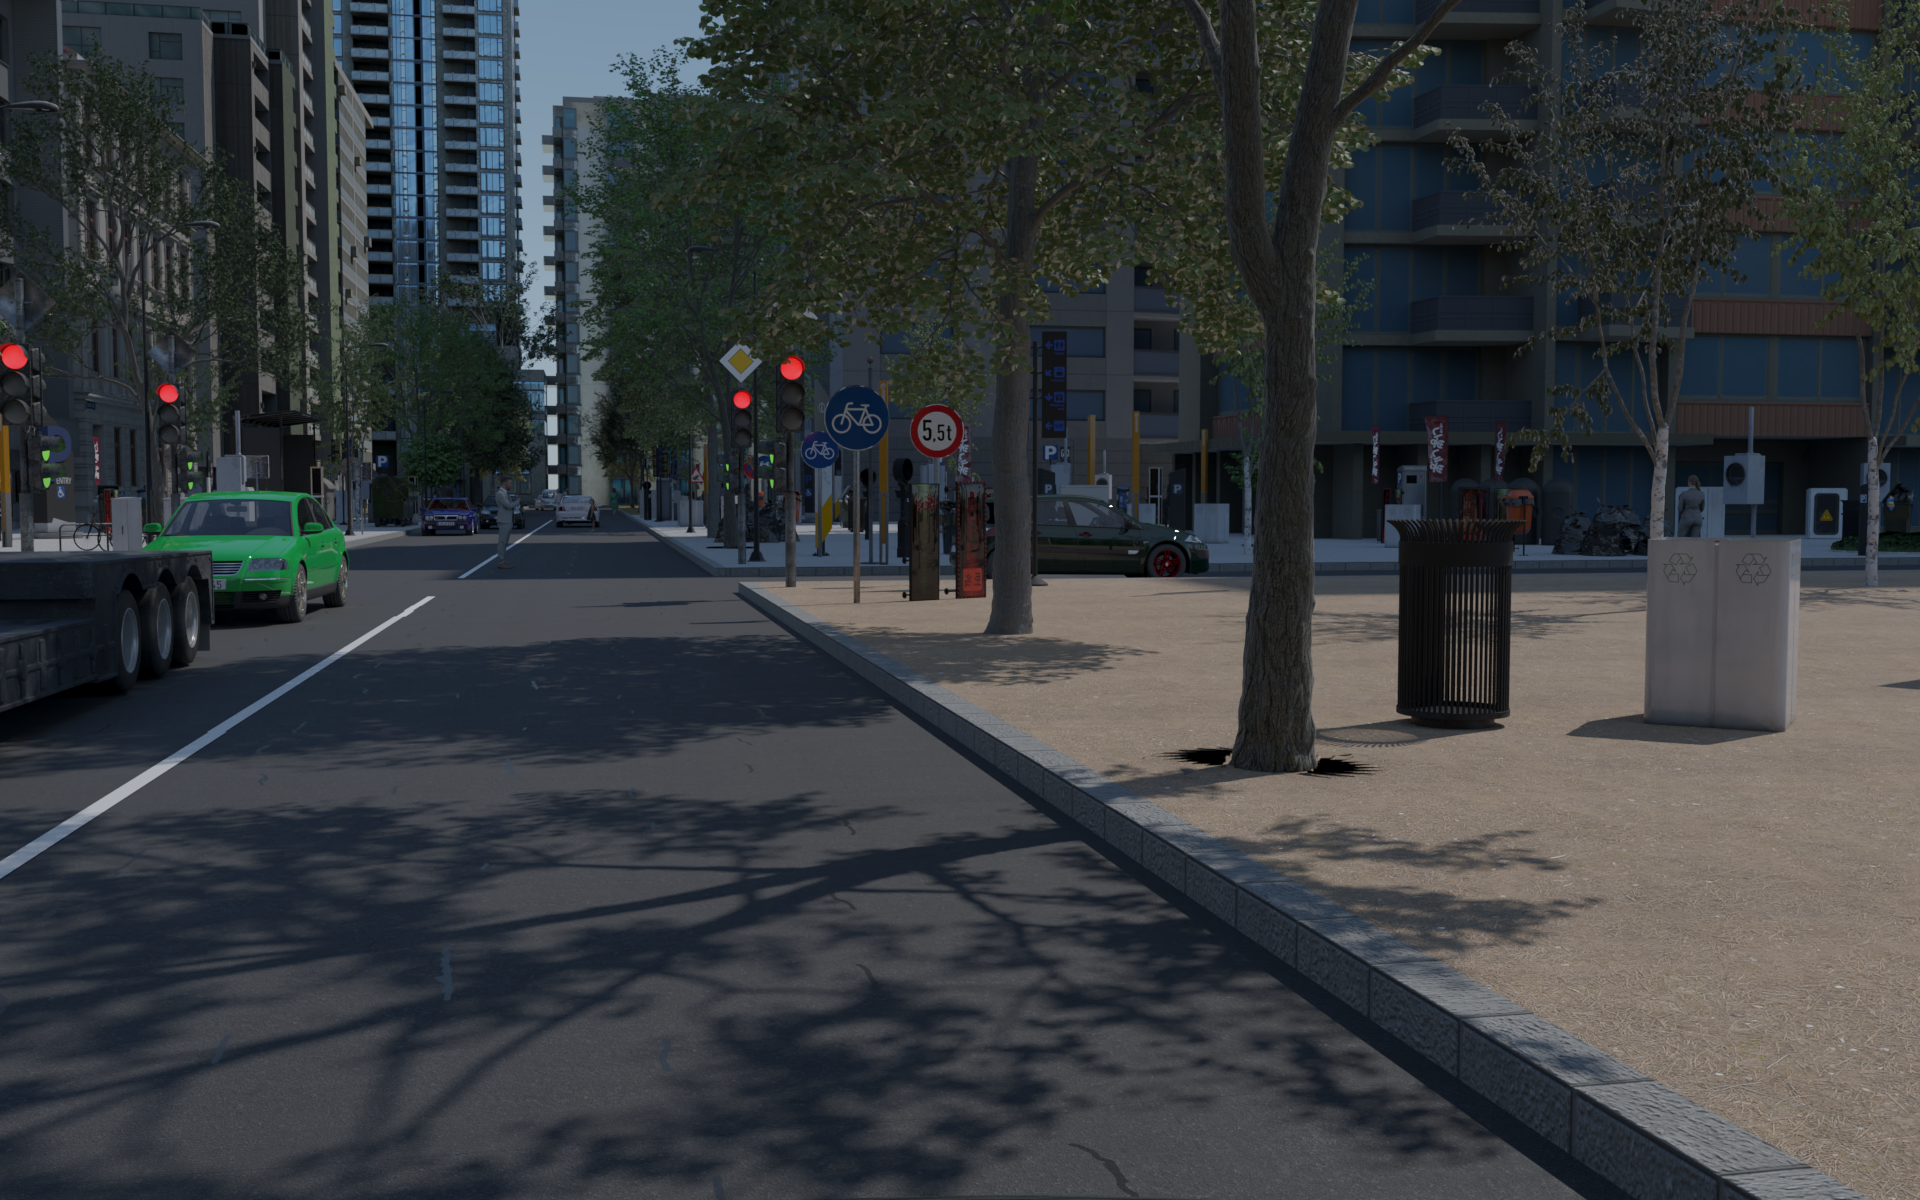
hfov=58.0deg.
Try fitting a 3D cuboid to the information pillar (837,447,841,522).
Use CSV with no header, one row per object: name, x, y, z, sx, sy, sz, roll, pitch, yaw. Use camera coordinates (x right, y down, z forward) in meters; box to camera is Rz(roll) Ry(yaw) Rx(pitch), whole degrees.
information pillar,-5.555,-5.349,78.810,0.183,3.616,0.504,2,4,25

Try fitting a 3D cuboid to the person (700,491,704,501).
person,-27.796,-10.923,187.228,0.705,1.807,1.348,-3,4,-38

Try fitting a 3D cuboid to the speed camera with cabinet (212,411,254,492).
speed camera with cabinet,-17.478,-2.901,41.760,0.660,3.252,2.038,-1,4,-14

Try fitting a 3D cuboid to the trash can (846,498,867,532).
trash can,-3.625,-3.040,61.360,0.748,1.137,0.748,0,3,0

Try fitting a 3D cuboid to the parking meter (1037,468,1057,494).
parking meter,1.957,-2.047,39.179,0.399,1.863,0.255,-1,4,-22

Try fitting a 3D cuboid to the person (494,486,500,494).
person,-22.167,-4.549,83.053,0.511,1.800,0.466,0,4,-6

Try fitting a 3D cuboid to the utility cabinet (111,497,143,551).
utility cabinet,-16.949,-1.472,35.223,0.306,1.237,1.020,-3,5,-42

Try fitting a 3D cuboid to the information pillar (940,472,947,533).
information pillar,-0.624,-3.225,57.219,0.304,2.012,0.304,-1,4,-20

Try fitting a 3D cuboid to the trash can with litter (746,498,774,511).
trash can with litter,-6.080,-2.518,52.558,1.055,1.170,0.624,1,4,13

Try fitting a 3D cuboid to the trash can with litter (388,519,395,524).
trash can with litter,-23.883,-3.784,73.262,1.055,1.170,0.624,2,4,31

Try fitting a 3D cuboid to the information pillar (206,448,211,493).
information pillar,-37.356,-5.795,86.107,0.183,3.616,0.504,-1,4,-13

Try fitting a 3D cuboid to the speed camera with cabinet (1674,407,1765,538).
speed camera with cabinet,17.504,-2.790,39.946,0.660,3.252,2.038,-2,4,-25

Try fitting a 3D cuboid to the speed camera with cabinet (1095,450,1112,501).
speed camera with cabinet,5.811,-5.138,78.345,2.038,3.252,0.660,1,4,18

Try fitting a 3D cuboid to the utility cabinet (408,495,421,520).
utility cabinet,-31.142,-5.336,98.406,1.020,1.237,0.306,1,4,16

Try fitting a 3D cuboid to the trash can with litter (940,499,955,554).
trash can with litter,0.017,-1.567,37.015,1.055,1.170,0.624,-3,5,-39

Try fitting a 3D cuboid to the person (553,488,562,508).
person,-21.485,-5.146,93.312,0.731,1.740,0.598,-2,4,-35

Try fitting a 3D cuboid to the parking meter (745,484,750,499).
parking meter,-12.159,-5.709,99.056,0.255,1.863,0.399,-1,4,-9

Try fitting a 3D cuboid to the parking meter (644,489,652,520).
parking meter,-15.421,-4.716,85.522,0.372,1.533,0.369,0,3,0

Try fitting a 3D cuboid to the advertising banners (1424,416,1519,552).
advertising banners,11.375,-2.590,38.530,2.074,3.025,0.090,1,4,13

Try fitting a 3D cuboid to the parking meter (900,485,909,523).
parking meter,-1.218,-1.970,40.625,0.372,1.533,0.369,0,3,0

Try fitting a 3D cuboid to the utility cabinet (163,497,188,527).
utility cabinet,-15.437,-1.447,34.824,1.020,1.237,0.306,0,4,-2

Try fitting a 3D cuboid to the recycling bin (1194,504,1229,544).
recycling bin,6.557,-1.994,45.151,0.722,1.027,0.722,2,4,31

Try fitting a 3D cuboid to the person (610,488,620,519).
person,-20.069,-5.610,100.477,0.600,1.795,0.529,0,4,3

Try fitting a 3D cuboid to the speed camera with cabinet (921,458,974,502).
speed camera with cabinet,-0.161,-3.593,53.076,2.038,3.252,0.660,-1,4,-11

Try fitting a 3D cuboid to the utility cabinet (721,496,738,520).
utility cabinet,-8.666,-3.295,65.028,0.306,1.237,1.020,1,4,13

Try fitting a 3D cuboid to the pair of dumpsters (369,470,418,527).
pair of dumpsters,-22.494,-4.053,68.765,1.574,2.255,4.437,-1,4,-12

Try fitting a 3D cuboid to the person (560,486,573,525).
person,-18.459,-4.415,80.963,0.850,1.792,0.678,0,4,8

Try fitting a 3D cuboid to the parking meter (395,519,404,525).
parking meter,-23.107,-3.849,71.341,0.372,1.533,0.369,0,3,0

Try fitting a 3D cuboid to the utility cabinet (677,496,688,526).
utility cabinet,-11.270,-3.627,70.455,0.306,1.237,1.020,-1,4,-19

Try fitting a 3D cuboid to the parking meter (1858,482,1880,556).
parking meter,18.892,-1.687,35.992,0.372,1.533,0.369,0,3,0

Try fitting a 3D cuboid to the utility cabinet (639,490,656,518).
utility cabinet,-16.617,-5.157,93.002,1.173,1.500,0.318,1,4,22

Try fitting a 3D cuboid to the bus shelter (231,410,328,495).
bus shelter,-20.054,-3.670,51.290,1.731,3.624,6.357,-1,4,-12

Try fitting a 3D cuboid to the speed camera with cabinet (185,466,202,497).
speed camera with cabinet,-31.653,-4.823,73.197,2.038,3.252,0.660,-1,4,-21

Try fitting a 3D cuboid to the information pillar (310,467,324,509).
information pillar,-17.348,-2.586,46.774,0.304,2.012,0.304,-1,4,-15

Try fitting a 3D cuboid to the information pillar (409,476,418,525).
information pillar,-22.724,-4.128,71.988,0.304,2.012,0.304,0,4,1

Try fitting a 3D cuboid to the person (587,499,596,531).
person,-14.169,-3.266,66.565,0.373,1.253,0.362,-1,4,-14

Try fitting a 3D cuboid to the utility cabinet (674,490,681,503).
utility cabinet,-16.428,-5.627,100.681,0.318,1.500,1.173,-1,4,-16

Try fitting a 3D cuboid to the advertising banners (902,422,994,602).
advertising banners,0.111,-1.531,21.218,2.074,3.025,0.090,-3,5,-41

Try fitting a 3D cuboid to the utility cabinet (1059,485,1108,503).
utility cabinet,3.025,-2.065,42.436,1.173,1.500,0.318,0,4,-5

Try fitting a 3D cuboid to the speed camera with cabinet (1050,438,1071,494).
speed camera with cabinet,2.936,-3.534,52.122,0.660,3.252,2.038,0,4,-1

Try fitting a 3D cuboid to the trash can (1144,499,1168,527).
trash can,5.642,-2.318,49.551,0.748,1.137,0.748,0,3,0

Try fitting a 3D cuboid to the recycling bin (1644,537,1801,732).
recycling bin,4.301,0.171,9.765,0.722,1.027,0.722,2,4,30

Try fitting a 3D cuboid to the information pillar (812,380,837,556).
information pillar,-2.834,-2.720,35.825,0.183,3.616,0.504,2,4,33

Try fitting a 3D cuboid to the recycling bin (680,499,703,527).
recycling bin,-10.605,-3.416,68.410,0.722,1.027,0.722,1,4,14

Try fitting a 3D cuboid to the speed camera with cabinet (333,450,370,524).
speed camera with cabinet,-26.400,-4.887,74.232,2.038,3.252,0.660,1,4,10

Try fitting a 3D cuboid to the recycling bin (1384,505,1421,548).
recycling bin,10.588,-1.766,41.432,0.722,1.027,0.722,2,4,25

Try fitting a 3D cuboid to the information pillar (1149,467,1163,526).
information pillar,5.335,-2.617,47.281,0.304,2.012,0.304,1,4,22

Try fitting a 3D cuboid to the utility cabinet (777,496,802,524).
utility cabinet,-7.213,-3.792,73.166,1.020,1.237,0.306,-1,4,-17

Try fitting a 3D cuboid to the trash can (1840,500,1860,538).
trash can,21.796,-1.864,42.125,0.748,1.137,0.748,0,3,0

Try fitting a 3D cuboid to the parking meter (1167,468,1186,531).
parking meter,4.901,-2.055,39.306,0.399,1.863,0.255,0,4,-1

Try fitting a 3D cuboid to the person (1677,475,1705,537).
person,13.799,-1.475,32.888,0.520,1.790,0.573,-1,4,-14

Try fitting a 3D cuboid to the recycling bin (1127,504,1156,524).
recycling bin,4.740,-2.001,45.266,0.722,1.027,0.722,1,4,8

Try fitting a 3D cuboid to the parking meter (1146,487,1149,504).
parking meter,6.479,-3.064,58.515,0.372,1.533,0.369,0,3,0

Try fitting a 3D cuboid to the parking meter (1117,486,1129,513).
parking meter,4.857,-2.642,51.603,0.372,1.533,0.369,0,3,0

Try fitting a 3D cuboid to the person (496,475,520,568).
person,-8.728,-1.516,33.473,0.466,1.800,0.511,-1,4,-15

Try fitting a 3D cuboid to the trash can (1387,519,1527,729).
trash can,2.748,0.124,9.630,0.748,1.137,0.748,0,3,0

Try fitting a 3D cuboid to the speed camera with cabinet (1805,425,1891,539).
speed camera with cabinet,25.106,-3.342,48.970,2.038,3.252,0.660,1,4,18

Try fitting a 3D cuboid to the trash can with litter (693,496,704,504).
trash can with litter,-13.296,-4.577,86.220,1.055,1.170,0.624,-3,4,-38
